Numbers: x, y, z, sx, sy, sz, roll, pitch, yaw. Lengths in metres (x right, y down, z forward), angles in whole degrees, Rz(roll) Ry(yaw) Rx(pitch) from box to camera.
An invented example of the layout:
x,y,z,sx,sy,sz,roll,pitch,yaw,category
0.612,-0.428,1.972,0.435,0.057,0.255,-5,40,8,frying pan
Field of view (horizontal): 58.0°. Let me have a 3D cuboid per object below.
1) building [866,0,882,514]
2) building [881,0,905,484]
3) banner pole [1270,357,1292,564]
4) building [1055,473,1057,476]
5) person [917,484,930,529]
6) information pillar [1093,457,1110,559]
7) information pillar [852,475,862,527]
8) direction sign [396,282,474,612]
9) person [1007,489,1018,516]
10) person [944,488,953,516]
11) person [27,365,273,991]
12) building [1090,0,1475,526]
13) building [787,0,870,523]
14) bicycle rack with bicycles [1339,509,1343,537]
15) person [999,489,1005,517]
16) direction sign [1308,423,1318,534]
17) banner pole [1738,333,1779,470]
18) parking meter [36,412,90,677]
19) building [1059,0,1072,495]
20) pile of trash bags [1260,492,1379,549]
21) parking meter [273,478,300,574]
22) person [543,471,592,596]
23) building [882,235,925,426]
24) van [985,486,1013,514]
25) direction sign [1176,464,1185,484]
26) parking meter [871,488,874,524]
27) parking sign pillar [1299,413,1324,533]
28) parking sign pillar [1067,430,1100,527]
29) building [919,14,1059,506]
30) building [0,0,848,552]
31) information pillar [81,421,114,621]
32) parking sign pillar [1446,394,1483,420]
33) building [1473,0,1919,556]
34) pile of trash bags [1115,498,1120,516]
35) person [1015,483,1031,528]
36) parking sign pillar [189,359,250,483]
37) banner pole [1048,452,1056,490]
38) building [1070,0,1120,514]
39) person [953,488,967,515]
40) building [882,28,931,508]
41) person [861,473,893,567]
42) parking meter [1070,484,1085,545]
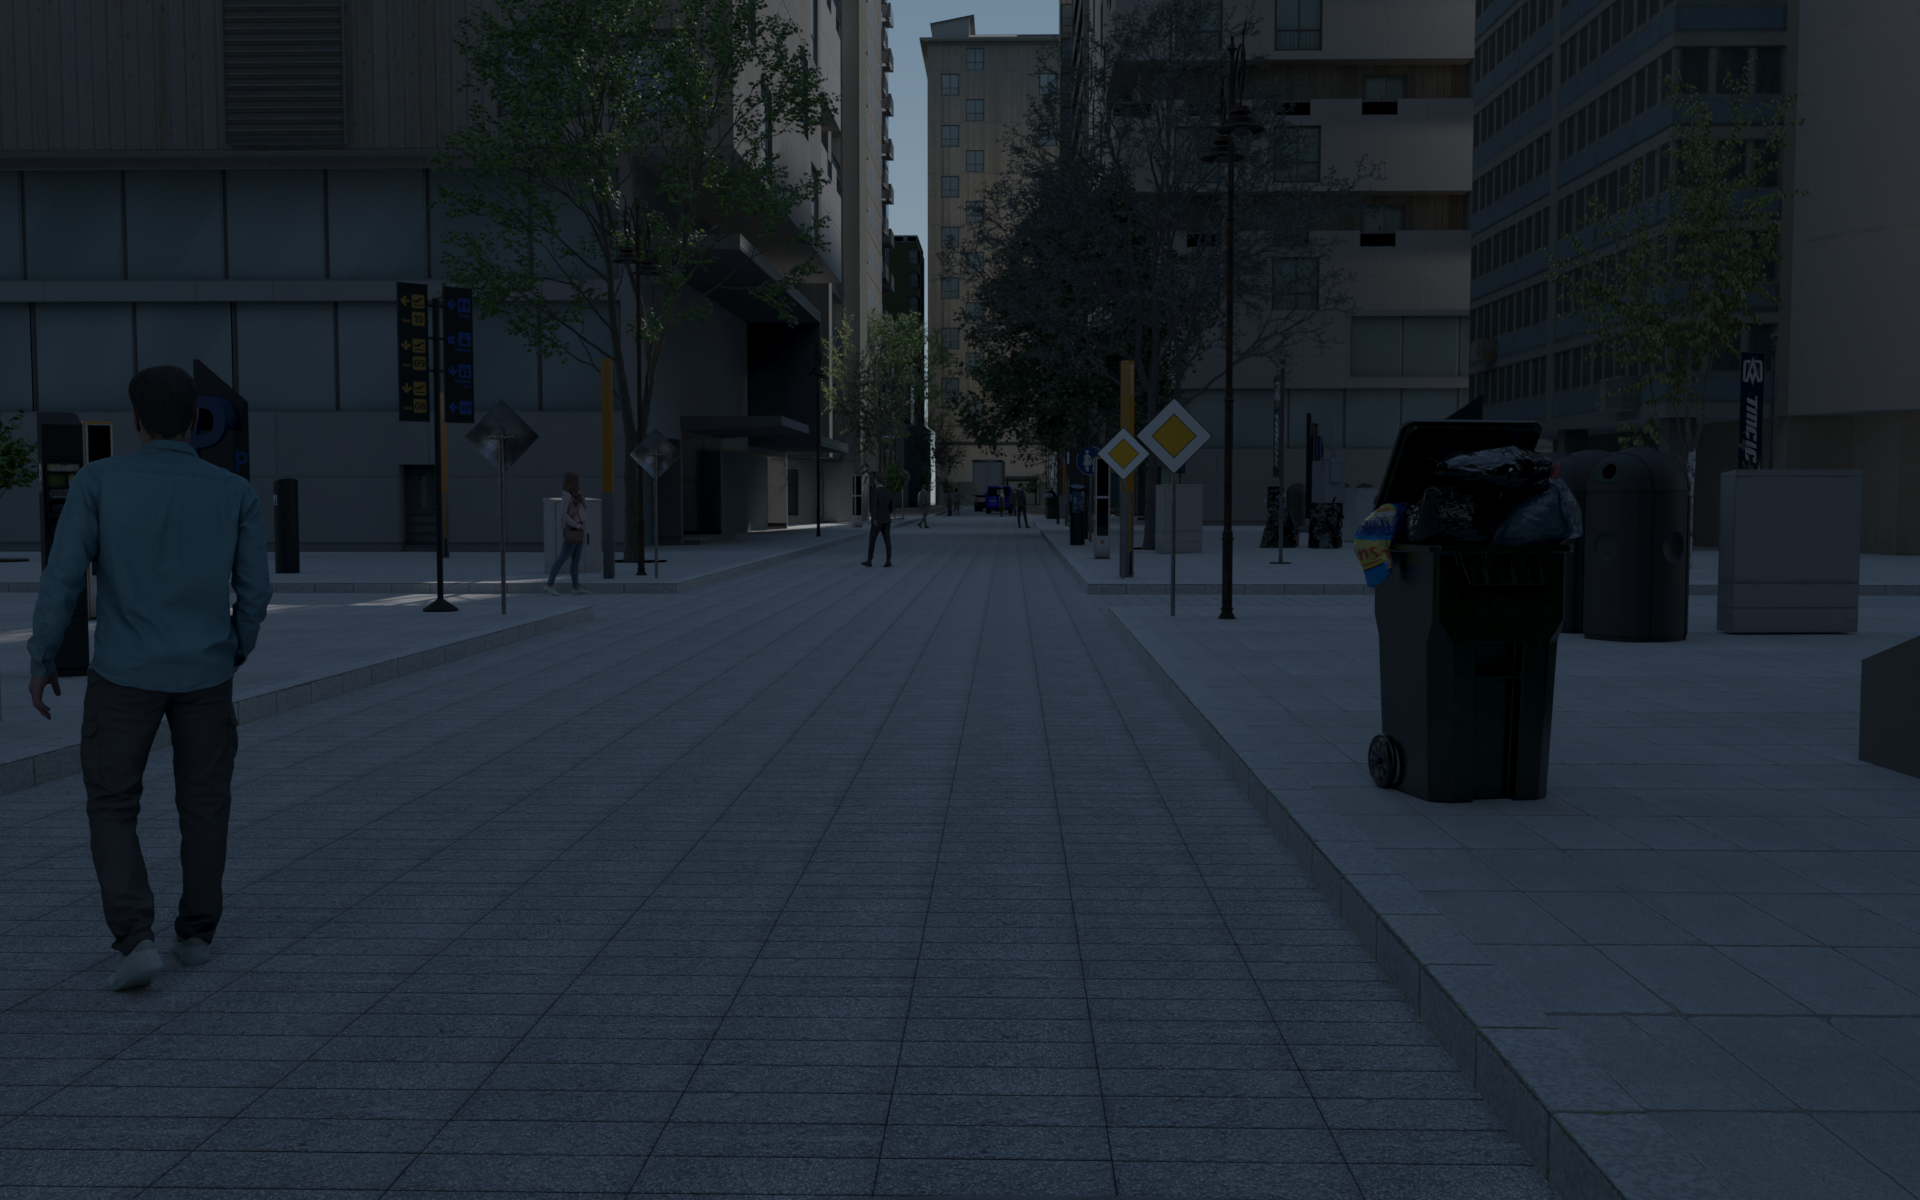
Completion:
x,y,z,sx,sy,sz,roll,pitch,yaw,category
-12.327,-28.034,108.472,14.600,45.320,14.200,0,4,2,building
-16.620,-31.286,131.127,23.786,49.044,30.456,0,4,2,building
5.882,-2.566,31.976,0.401,3.779,0.863,0,4,-4,banner pole
20.969,-32.995,159.075,23.786,49.044,30.456,0,4,2,building
-1.486,-3.881,72.048,0.679,1.850,0.850,3,5,41,person
2.806,-1.820,34.244,0.304,2.012,0.304,0,4,-1,information pillar
-3.951,-3.797,66.568,0.304,2.012,0.304,-2,4,-26,information pillar
-5.690,-1.644,18.869,0.876,3.537,0.379,-3,5,-44,direction sign
3.412,-6.315,112.299,0.990,1.755,0.434,3,5,39,person
-0.703,-6.378,112.866,0.705,1.814,1.350,-1,4,-23,person
-2.387,0.206,5.153,0.660,1.820,0.620,-3,4,-37,person
20.131,-30.129,81.852,28.713,52.752,27.495,0,4,2,building
-11.695,-24.124,78.025,14.154,41.232,14.086,0,4,2,building
11.545,-2.262,50.372,2.852,0.926,2.925,-1,4,-18,bicycle rack with bicycles
2.731,-6.132,109.481,0.721,1.736,1.217,0,4,3,person
11.371,-3.886,55.526,0.379,3.537,0.876,1,4,21,direction sign
12.427,-2.258,26.936,0.863,3.779,0.401,-1,4,-17,banner pole
-6.322,-0.397,12.209,0.255,1.863,0.399,-2,4,-33,parking meter
14.749,-27.724,136.887,14.154,41.232,14.086,0,4,2,building
8.804,-1.927,41.265,3.447,1.369,1.912,2,4,32,pile of trash bags
-10.903,-1.201,28.041,0.372,1.533,0.369,0,3,0,parking meter
-5.577,-0.946,24.565,0.643,1.750,0.593,0,4,-4,person
-11.153,-25.879,194.815,14.107,30.474,14.160,0,4,2,building
2.893,-7.481,126.692,2.240,2.365,5.245,0,4,3,van
8.418,-4.543,66.269,0.379,3.537,0.876,-1,4,-17,direction sign
-3.578,-3.960,73.150,0.372,1.533,0.369,0,3,0,parking meter
11.903,-4.261,58.139,1.447,3.967,1.447,1,4,19,parking sign pillar
4.882,-4.809,67.094,1.447,3.967,1.447,2,4,34,parking sign pillar
9.818,-37.346,199.838,27.495,52.752,28.713,0,4,2,building
-17.840,-28.126,49.099,28.713,52.752,27.495,0,4,2,building
-8.830,-0.806,17.665,0.304,2.012,0.304,3,4,36,information pillar
13.490,-3.583,47.062,1.447,3.967,1.447,1,4,13,parking sign pillar
27.228,-21.484,43.142,23.993,40.220,32.217,0,4,2,building
10.649,-5.459,99.010,3.447,1.369,1.912,0,4,-6,pile of trash bags
2.643,-4.003,73.316,0.648,1.900,0.474,3,5,41,person
-14.723,-2.804,34.324,1.447,3.967,1.447,2,4,24,parking sign pillar
5.044,-6.492,96.164,0.401,3.779,0.863,-2,4,-34,banner pole
18.633,-30.255,118.379,21.300,48.544,21.600,0,4,2,building
-0.218,-6.688,117.852,1.348,1.824,0.705,1,4,18,person
-18.789,-52.020,163.191,31.000,86.520,22.319,0,4,2,building
-1.619,-1.573,33.997,0.659,1.850,0.755,-3,5,-41,person
2.949,-2.145,43.475,0.372,1.533,0.369,0,3,0,parking meter
